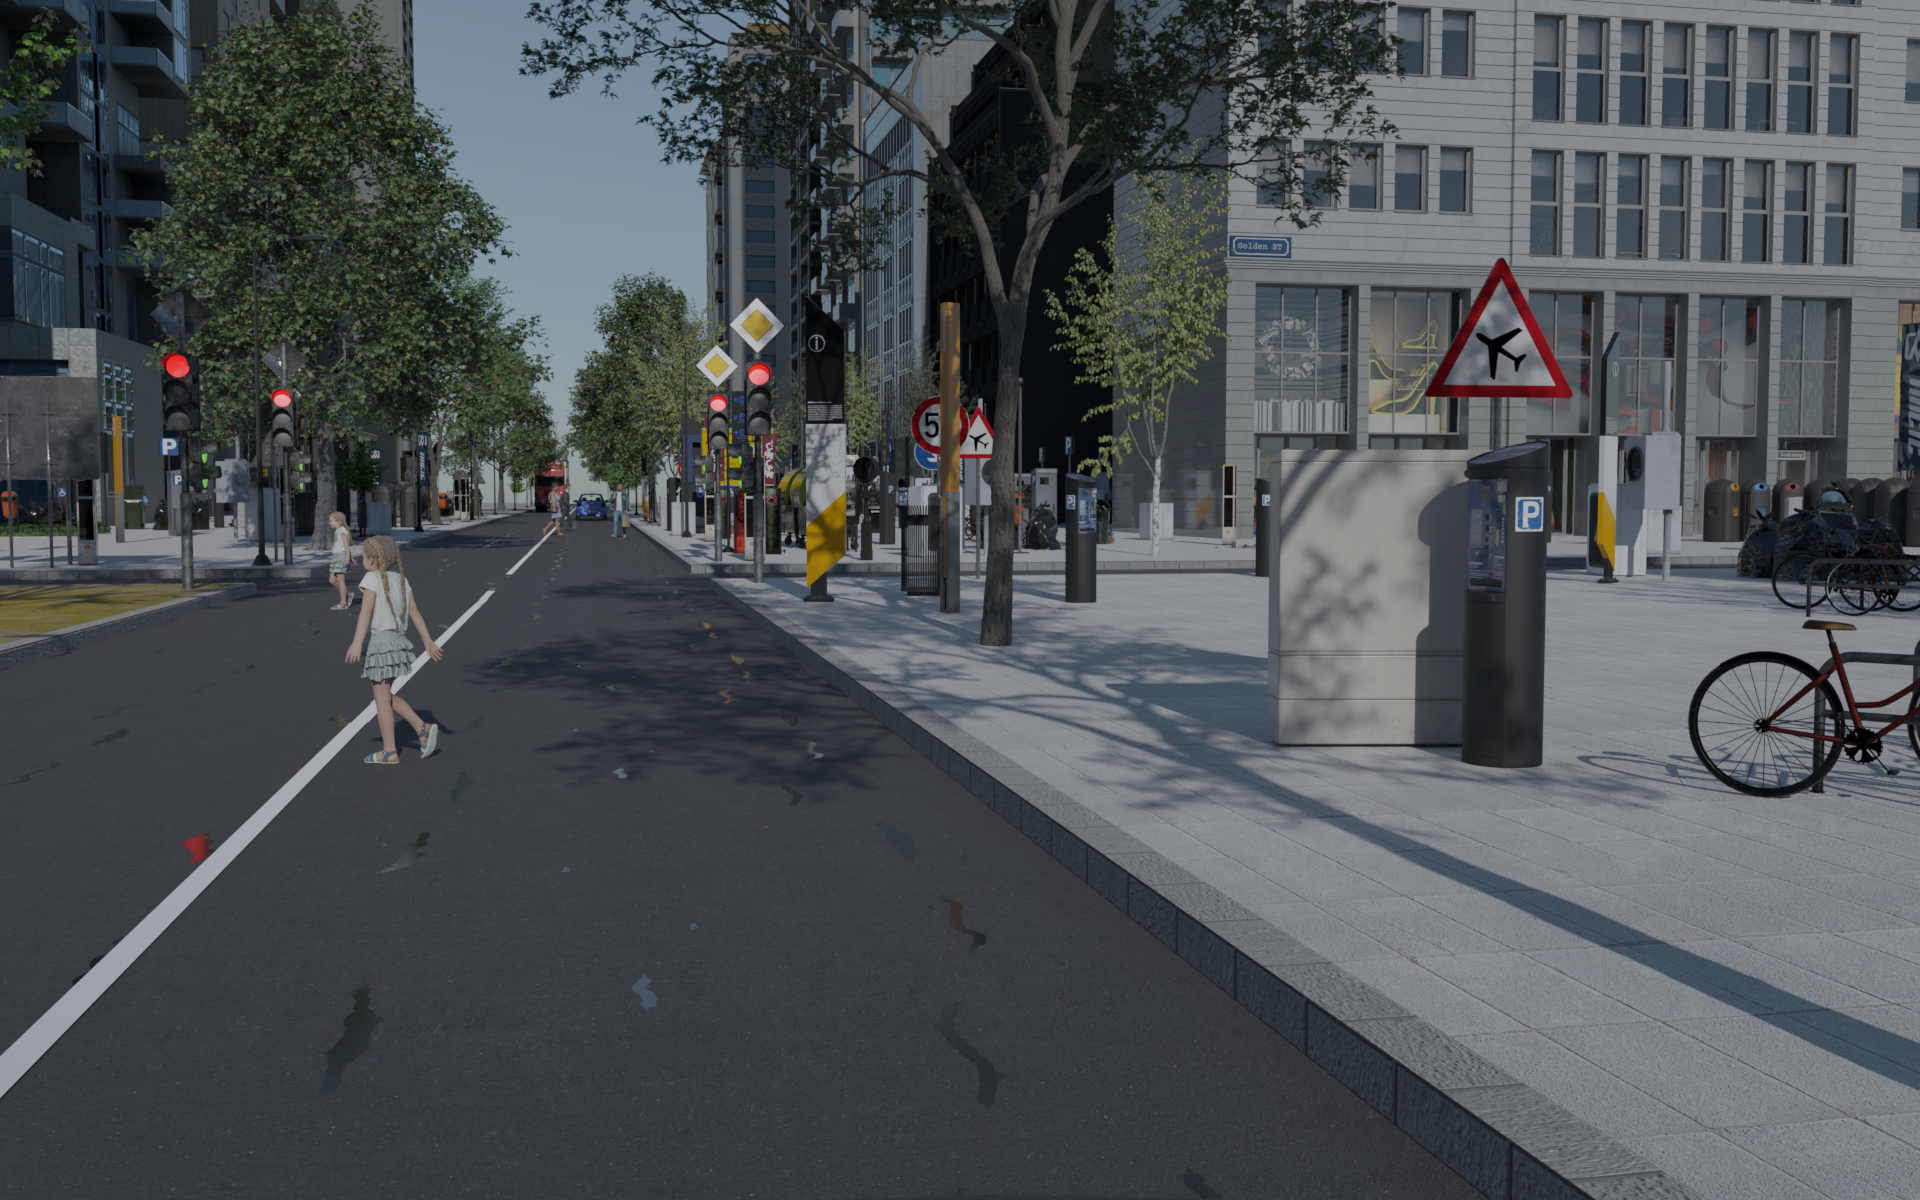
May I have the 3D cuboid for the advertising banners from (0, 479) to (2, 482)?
[{"bbox_3d":[-21.358,-2.484,36.797,2.074,3.025,0.090,-1,4,-17],"label":"advertising banners"}]

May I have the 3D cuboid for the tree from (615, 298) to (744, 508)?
[{"bbox_3d":[-10.224,-6.952,64.027,4.737,8.622,4.395,0,3,0],"label":"tree"}]

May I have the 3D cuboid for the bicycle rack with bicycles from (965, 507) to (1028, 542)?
[{"bbox_3d":[0.170,-2.080,47.395,2.925,0.926,2.852,1,4,23],"label":"bicycle rack with bicycles"}]

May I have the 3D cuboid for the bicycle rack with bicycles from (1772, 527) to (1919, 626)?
[{"bbox_3d":[10.079,-0.301,18.297,2.925,0.926,2.852,3,5,45],"label":"bicycle rack with bicycles"}]

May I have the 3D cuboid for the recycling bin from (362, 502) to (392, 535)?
[{"bbox_3d":[-18.297,-2.551,54.266,0.722,1.027,0.722,-3,5,-43],"label":"recycling bin"}]

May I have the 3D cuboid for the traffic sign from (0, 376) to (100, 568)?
[{"bbox_3d":[-16.103,-2.207,29.956,2.265,3.308,0.079,-1,4,-10],"label":"traffic sign"}]

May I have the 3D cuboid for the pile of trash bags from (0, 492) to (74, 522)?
[{"bbox_3d":[-33.083,-3.179,61.731,1.912,1.369,3.447,0,4,-1],"label":"pile of trash bags"}]

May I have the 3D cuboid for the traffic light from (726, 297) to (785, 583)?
[{"bbox_3d":[-2.928,-2.201,24.913,0.839,4.253,0.868,-1,4,-12],"label":"traffic light"}]

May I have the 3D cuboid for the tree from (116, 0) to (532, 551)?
[{"bbox_3d":[-14.531,-7.492,39.507,9.611,12.733,9.660,0,3,0],"label":"tree"}]

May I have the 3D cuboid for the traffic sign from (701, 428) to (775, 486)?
[{"bbox_3d":[-6.818,-3.632,53.256,2.265,3.308,0.079,0,4,-7],"label":"traffic sign"}]

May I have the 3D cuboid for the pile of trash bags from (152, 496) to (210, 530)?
[{"bbox_3d":[-27.688,-3.168,61.553,1.912,1.369,3.447,-2,4,-25],"label":"pile of trash bags"}]

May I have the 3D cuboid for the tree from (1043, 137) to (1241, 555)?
[{"bbox_3d":[4.025,-5.255,36.285,4.737,8.622,4.395,0,3,0],"label":"tree"}]

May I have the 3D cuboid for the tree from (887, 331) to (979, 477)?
[{"bbox_3d":[-1.431,-7.788,77.696,4.360,8.622,3.978,0,3,0],"label":"tree"}]

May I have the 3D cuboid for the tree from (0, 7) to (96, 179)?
[{"bbox_3d":[-9.826,-5.349,13.212,9.928,11.665,9.643,0,3,0],"label":"tree"}]

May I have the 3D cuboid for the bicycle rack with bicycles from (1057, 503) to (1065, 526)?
[{"bbox_3d":[3.830,-3.406,69.077,2.925,0.926,2.852,-1,4,-18],"label":"bicycle rack with bicycles"}]

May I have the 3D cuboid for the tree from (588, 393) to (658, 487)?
[{"bbox_3d":[-39.110,-17.085,197.473,7.486,12.596,7.792,0,3,0],"label":"tree"}]

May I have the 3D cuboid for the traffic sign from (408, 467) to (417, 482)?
[{"bbox_3d":[-24.723,-4.834,79.043,0.884,2.594,0.081,0,4,-7],"label":"traffic sign"}]

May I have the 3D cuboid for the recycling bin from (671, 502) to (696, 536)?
[{"bbox_3d":[-8.514,-2.495,53.344,0.722,1.027,0.722,-1,4,-9],"label":"recycling bin"}]

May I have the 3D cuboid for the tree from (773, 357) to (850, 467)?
[{"bbox_3d":[-8.241,-8.811,94.429,4.360,8.622,3.978,0,3,0],"label":"tree"}]

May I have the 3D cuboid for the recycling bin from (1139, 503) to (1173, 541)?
[{"bbox_3d":[5.463,-2.179,48.185,0.722,1.027,0.722,-1,4,-21],"label":"recycling bin"}]

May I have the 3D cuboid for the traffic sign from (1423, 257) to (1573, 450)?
[{"bbox_3d":[2.970,-0.589,9.627,0.884,2.594,0.081,-1,4,-11],"label":"traffic sign"}]

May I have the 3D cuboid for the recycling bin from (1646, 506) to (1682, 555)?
[{"bbox_3d":[14.961,-1.497,37.027,0.722,1.027,0.722,1,4,9],"label":"recycling bin"}]

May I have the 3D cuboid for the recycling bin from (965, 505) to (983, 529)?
[{"bbox_3d":[0.531,-3.091,63.085,0.722,1.027,0.722,0,4,-1],"label":"recycling bin"}]

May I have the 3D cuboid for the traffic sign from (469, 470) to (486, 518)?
[{"bbox_3d":[-25.496,-5.602,91.602,0.884,2.594,0.081,-1,4,-11],"label":"traffic sign"}]

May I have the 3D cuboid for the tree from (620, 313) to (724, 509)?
[{"bbox_3d":[-11.722,-7.378,70.993,4.360,8.622,3.978,0,3,0],"label":"tree"}]

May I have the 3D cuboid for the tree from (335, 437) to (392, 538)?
[{"bbox_3d":[-17.817,-3.475,51.418,1.663,3.219,1.824,0,3,0],"label":"tree"}]

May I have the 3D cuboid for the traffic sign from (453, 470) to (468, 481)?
[{"bbox_3d":[-26.268,-5.561,91.026,0.768,2.556,0.104,0,4,-8],"label":"traffic sign"}]

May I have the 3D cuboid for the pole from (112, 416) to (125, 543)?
[{"bbox_3d":[-22.050,-3.152,45.385,0.158,3.312,0.155,0,3,0],"label":"pole"}]

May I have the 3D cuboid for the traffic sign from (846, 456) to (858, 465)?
[{"bbox_3d":[-2.983,-2.662,45.650,0.606,2.300,0.079,0,4,-3],"label":"traffic sign"}]

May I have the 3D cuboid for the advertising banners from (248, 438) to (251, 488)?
[{"bbox_3d":[-21.132,-3.393,51.661,0.090,3.025,2.074,-1,4,-18],"label":"advertising banners"}]

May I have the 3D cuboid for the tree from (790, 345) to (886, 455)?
[{"bbox_3d":[-5.453,-8.260,85.418,4.737,8.622,4.395,0,3,0],"label":"tree"}]

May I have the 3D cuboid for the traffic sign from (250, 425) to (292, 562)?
[{"bbox_3d":[-12.853,-1.987,32.489,0.884,2.594,0.081,0,4,-4],"label":"traffic sign"}]

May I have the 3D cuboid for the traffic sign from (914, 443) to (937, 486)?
[{"bbox_3d":[-0.584,-2.225,36.491,0.768,2.556,0.104,0,4,-7],"label":"traffic sign"}]

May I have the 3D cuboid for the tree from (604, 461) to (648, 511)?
[{"bbox_3d":[-25.851,-9.204,134.206,4.285,4.588,4.351,0,3,0],"label":"tree"}]

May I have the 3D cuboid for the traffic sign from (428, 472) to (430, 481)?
[{"bbox_3d":[-24.819,-4.830,81.101,0.606,2.300,0.079,-1,4,-9],"label":"traffic sign"}]

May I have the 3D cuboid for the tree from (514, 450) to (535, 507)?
[{"bbox_3d":[-42.688,-13.542,171.768,4.737,8.622,4.395,0,3,0],"label":"tree"}]

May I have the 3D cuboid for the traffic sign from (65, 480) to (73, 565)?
[{"bbox_3d":[-16.184,-1.915,31.420,0.768,2.556,0.104,0,4,-5],"label":"traffic sign"}]

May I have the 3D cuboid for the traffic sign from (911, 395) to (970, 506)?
[{"bbox_3d":[-0.260,-1.368,22.470,0.768,2.556,0.104,0,4,-5],"label":"traffic sign"}]

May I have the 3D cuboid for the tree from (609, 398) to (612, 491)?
[{"bbox_3d":[-18.490,-9.204,100.850,4.737,8.622,4.395,0,3,0],"label":"tree"}]

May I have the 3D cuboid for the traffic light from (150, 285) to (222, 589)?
[{"bbox_3d":[-10.418,-2.103,23.301,0.839,4.253,0.868,-1,4,-12],"label":"traffic light"}]

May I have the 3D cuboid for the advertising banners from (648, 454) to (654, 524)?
[{"bbox_3d":[-13.492,-4.868,75.781,0.090,3.025,2.074,0,4,-4],"label":"advertising banners"}]

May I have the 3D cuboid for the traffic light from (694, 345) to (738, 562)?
[{"bbox_3d":[-4.598,-2.679,32.722,0.839,4.253,0.868,-1,4,-12],"label":"traffic light"}]

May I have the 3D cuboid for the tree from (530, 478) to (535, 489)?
[{"bbox_3d":[-53.323,-14.582,222.129,4.285,4.588,4.351,0,3,0],"label":"tree"}]

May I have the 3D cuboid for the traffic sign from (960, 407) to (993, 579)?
[{"bbox_3d":[0.271,-1.589,25.980,0.884,2.594,0.081,-1,4,-10],"label":"traffic sign"}]

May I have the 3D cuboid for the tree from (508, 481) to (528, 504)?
[{"bbox_3d":[-39.969,-9.877,156.093,1.663,3.219,1.824,0,3,0],"label":"tree"}]

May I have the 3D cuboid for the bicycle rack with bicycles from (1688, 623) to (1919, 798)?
[{"bbox_3d":[4.961,0.372,7.305,2.925,0.926,2.852,3,5,42],"label":"bicycle rack with bicycles"}]

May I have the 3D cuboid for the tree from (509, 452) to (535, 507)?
[{"bbox_3d":[-44.410,-13.934,178.188,4.360,8.622,3.978,0,3,0],"label":"tree"}]

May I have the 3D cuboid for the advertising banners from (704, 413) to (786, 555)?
[{"bbox_3d":[-4.614,-2.496,36.999,2.074,3.025,0.090,2,4,29],"label":"advertising banners"}]

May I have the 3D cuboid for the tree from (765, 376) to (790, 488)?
[{"bbox_3d":[-12.227,-9.524,106.080,4.737,8.622,4.395,0,3,0],"label":"tree"}]

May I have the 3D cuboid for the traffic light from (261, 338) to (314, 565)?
[{"bbox_3d":[-12.087,-2.580,31.111,0.839,4.253,0.868,-1,4,-12],"label":"traffic light"}]

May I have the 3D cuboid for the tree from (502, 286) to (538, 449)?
[{"bbox_3d":[-21.622,-8.892,71.145,9.928,11.665,9.643,0,3,0],"label":"tree"}]

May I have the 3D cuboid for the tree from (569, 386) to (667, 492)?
[{"bbox_3d":[-31.293,-15.490,159.916,9.857,13.997,8.962,0,3,0],"label":"tree"}]

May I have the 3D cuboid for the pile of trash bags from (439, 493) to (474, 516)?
[{"bbox_3d":[-29.612,-5.572,100.853,1.912,1.369,3.447,0,4,2],"label":"pile of trash bags"}]

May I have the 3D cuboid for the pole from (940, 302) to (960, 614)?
[{"bbox_3d":[-0.107,-1.513,18.586,0.158,3.312,0.155,0,3,0],"label":"pole"}]

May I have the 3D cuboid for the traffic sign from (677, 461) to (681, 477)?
[{"bbox_3d":[-9.681,-3.771,61.770,0.768,2.556,0.104,0,4,-5],"label":"traffic sign"}]

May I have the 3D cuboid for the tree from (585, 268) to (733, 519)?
[{"bbox_3d":[-15.800,-10.460,88.025,9.611,12.733,9.660,0,3,0],"label":"tree"}]

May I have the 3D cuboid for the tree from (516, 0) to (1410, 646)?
[{"bbox_3d":[0.261,-4.871,14.060,8.767,10.594,7.601,0,4,4],"label":"tree"}]

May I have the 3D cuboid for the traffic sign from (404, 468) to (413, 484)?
[{"bbox_3d":[-26.740,-5.167,84.584,0.768,2.556,0.104,0,4,-5],"label":"traffic sign"}]
